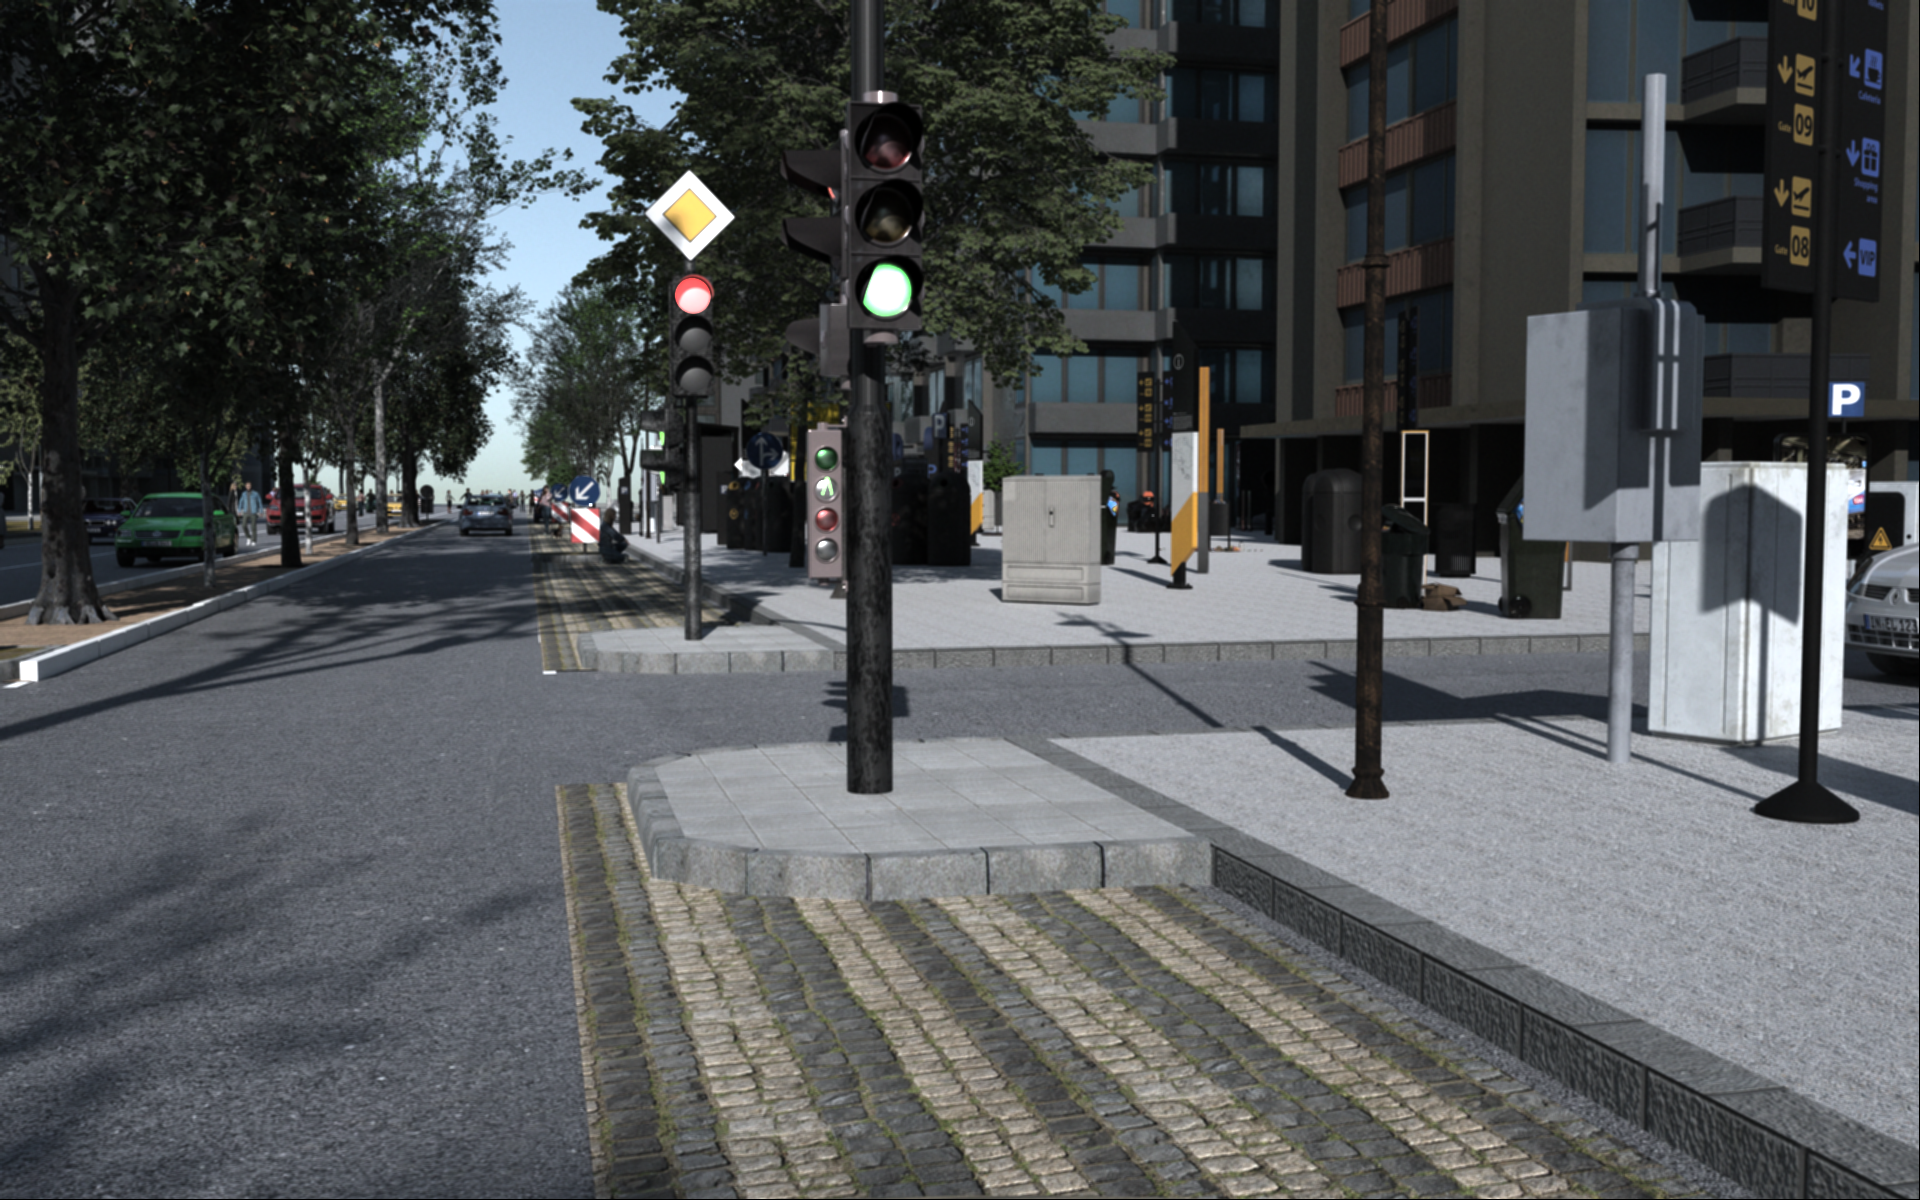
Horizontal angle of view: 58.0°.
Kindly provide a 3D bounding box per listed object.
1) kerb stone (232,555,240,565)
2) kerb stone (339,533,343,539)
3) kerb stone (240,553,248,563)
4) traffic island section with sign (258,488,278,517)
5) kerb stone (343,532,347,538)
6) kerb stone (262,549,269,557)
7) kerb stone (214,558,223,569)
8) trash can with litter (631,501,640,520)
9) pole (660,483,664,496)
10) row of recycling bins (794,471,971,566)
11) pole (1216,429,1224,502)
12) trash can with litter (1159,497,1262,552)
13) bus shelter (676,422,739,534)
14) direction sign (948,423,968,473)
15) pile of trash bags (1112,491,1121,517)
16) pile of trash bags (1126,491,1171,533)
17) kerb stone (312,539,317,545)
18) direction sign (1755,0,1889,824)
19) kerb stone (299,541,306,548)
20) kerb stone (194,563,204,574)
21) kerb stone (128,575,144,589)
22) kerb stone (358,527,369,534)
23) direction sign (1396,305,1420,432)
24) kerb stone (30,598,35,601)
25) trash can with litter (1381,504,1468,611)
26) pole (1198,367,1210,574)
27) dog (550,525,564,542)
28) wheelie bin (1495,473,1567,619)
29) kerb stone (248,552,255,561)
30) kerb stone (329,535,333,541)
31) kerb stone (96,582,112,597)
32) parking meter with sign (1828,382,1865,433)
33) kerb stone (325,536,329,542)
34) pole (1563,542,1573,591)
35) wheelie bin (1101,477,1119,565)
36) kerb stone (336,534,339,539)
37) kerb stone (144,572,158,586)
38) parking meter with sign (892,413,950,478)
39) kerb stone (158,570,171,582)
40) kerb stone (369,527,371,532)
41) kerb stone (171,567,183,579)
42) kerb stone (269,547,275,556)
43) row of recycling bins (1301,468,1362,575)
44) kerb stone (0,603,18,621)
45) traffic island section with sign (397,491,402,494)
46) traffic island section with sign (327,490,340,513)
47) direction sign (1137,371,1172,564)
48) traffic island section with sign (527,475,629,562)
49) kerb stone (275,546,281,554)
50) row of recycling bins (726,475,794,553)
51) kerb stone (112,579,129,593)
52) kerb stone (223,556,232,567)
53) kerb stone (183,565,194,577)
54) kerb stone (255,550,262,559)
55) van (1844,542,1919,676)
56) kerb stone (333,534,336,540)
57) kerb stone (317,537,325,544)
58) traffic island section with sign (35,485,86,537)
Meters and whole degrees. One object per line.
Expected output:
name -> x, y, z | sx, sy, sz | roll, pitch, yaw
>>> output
kerb stone -> -14.778, -0.783, 35.084 | 0.120, 0.150, 1.000 | -1, 4, -14
kerb stone -> -19.783, -2.005, 54.976 | 0.120, 0.150, 1.000 | -1, 4, -14
kerb stone -> -15.028, -0.849, 36.074 | 0.120, 0.150, 1.000 | -1, 4, -14
traffic island section with sign -> -42.481, -6.060, 107.705 | 1.989, 1.847, 2.006 | -1, 4, -14
kerb stone -> -20.024, -2.067, 55.985 | 0.120, 0.150, 1.000 | -1, 4, -14
kerb stone -> -15.779, -1.027, 39.052 | 0.120, 0.150, 1.000 | -1, 4, -14
kerb stone -> -14.276, -0.667, 33.095 | 0.120, 0.150, 1.000 | -1, 4, -14
trash can with litter -> -16.052, -4.503, 85.006 | 1.055, 1.170, 0.624 | 0, 4, -5
pole -> -14.910, -5.681, 86.723 | 0.158, 3.312, 0.155 | 0, 3, 0
row of recycling bins -> -1.302, -1.515, 31.881 | 3.534, 1.692, 1.069 | 2, 4, 34
pole -> 8.107, -3.678, 53.979 | 0.158, 3.312, 0.155 | 0, 3, 0
trash can with litter -> 5.570, -1.717, 39.131 | 2.233, 1.210, 1.678 | 3, 4, 38
bus shelter -> -8.655, -4.142, 59.000 | 1.731, 3.624, 6.357 | -1, 4, -14
direction sign -> -0.081, -3.891, 55.616 | 0.876, 3.537, 0.379 | 0, 4, 2
pile of trash bags -> 3.573, -2.898, 57.140 | 3.447, 1.369, 1.912 | 0, 4, 6
pile of trash bags -> 6.584, -2.999, 58.792 | 1.912, 1.369, 3.447 | 0, 4, -4
kerb stone -> -18.028, -1.579, 48.012 | 0.120, 0.150, 1.000 | -1, 4, -14
direction sign -> 3.379, -0.906, 6.806 | 0.876, 3.537, 0.379 | -3, 4, -37
kerb stone -> -17.785, -1.518, 47.016 | 0.120, 0.150, 1.000 | -1, 4, -14
kerb stone -> -13.780, -0.545, 31.109 | 0.120, 0.150, 1.000 | -1, 4, -14
kerb stone -> -12.526, -0.241, 26.134 | 0.120, 0.150, 1.000 | -1, 4, -14
kerb stone -> -22.029, -2.552, 63.935 | 0.120, 0.150, 1.000 | -1, 4, -14
direction sign -> 5.492, -1.792, 21.296 | 0.379, 3.537, 0.876 | 0, 4, -1
kerb stone -> -11.273, 0.064, 21.149 | 0.120, 0.150, 1.000 | -1, 4, -14
trash can with litter -> 5.165, -0.487, 19.344 | 0.624, 1.170, 1.055 | -3, 5, -44
pole -> 3.928, -2.082, 27.880 | 0.158, 3.312, 0.155 | 0, 3, 0
dog -> -12.096, -1.999, 51.975 | 0.540, 0.507, 0.406 | 0, 4, 6
wheelie bin -> 5.965, -0.618, 18.014 | 0.693, 1.594, 0.980 | 0, 4, 8
kerb stone -> -15.277, -0.909, 37.069 | 0.120, 0.150, 1.000 | -1, 4, -14
kerb stone -> -19.020, -1.818, 51.985 | 0.120, 0.150, 1.000 | -1, 4, -14
kerb stone -> -12.027, -0.118, 24.131 | 0.120, 0.150, 1.000 | -1, 4, -14
parking meter with sign -> 13.943, -1.929, 27.807 | 0.543, 3.016, 1.738 | 1, 4, 13
kerb stone -> -18.778, -1.758, 50.985 | 0.120, 0.150, 1.000 | -1, 4, -14
pole -> 8.049, -1.781, 22.960 | 0.158, 3.312, 0.155 | 0, 3, 0
wheelie bin -> 2.462, -1.444, 31.513 | 0.980, 1.594, 0.693 | 2, 4, 26
kerb stone -> -19.537, -1.944, 53.978 | 0.120, 0.150, 1.000 | -1, 4, -14
kerb stone -> -12.770, -0.302, 27.129 | 0.120, 0.150, 1.000 | -1, 4, -14
parking meter with sign -> -1.077, -2.486, 36.900 | 1.738, 3.016, 0.543 | -3, 4, -36
kerb stone -> -13.028, -0.363, 28.127 | 0.120, 0.150, 1.000 | -1, 4, -14
kerb stone -> -22.281, -2.614, 64.929 | 0.120, 0.150, 1.000 | -1, 4, -14
kerb stone -> -13.276, -0.422, 29.120 | 0.120, 0.150, 1.000 | -1, 4, -14
kerb stone -> -16.027, -1.090, 40.056 | 0.120, 0.150, 1.000 | -1, 4, -14
row of recycling bins -> 6.265, -1.353, 29.229 | 1.069, 1.692, 3.534 | 0, 4, 7
kerb stone -> -11.025, 0.130, 20.152 | 0.120, 0.150, 1.000 | -1, 4, -14
traffic island section with sign -> -69.317, -12.591, 214.487 | 1.989, 1.847, 2.006 | -1, 4, -14
traffic island section with sign -> -49.064, -7.661, 133.881 | 1.989, 1.847, 2.006 | -1, 4, -14
direction sign -> 3.660, -2.449, 32.031 | 0.876, 3.537, 0.379 | 3, 4, 36
traffic island section with sign -> -8.169, -1.741, 37.092 | 1.989, 1.847, 2.006 | -1, 4, -14
kerb stone -> -16.274, -1.150, 41.048 | 0.120, 0.150, 1.000 | -1, 4, -14
row of recycling bins -> -4.429, -1.984, 39.547 | 1.069, 1.692, 3.534 | -2, 4, -26
kerb stone -> -12.280, -0.176, 25.138 | 0.120, 0.150, 1.000 | -1, 4, -14
kerb stone -> -14.530, -0.727, 34.087 | 0.120, 0.150, 1.000 | -1, 4, -14
kerb stone -> -13.520, -0.484, 30.117 | 0.120, 0.150, 1.000 | -1, 4, -14
kerb stone -> -15.534, -0.963, 38.058 | 0.120, 0.150, 1.000 | -1, 4, -14
van -> 8.883, -0.383, 13.270 | 4.112, 2.044, 2.013 | -1, 4, -13
kerb stone -> -19.275, -1.883, 52.977 | 0.120, 0.150, 1.000 | -1, 4, -14
kerb stone -> -18.521, -1.697, 49.996 | 0.120, 0.150, 1.000 | -1, 4, -14
traffic island section with sign -> -30.294, -3.093, 59.205 | 1.989, 1.847, 2.006 | -1, 4, -14
